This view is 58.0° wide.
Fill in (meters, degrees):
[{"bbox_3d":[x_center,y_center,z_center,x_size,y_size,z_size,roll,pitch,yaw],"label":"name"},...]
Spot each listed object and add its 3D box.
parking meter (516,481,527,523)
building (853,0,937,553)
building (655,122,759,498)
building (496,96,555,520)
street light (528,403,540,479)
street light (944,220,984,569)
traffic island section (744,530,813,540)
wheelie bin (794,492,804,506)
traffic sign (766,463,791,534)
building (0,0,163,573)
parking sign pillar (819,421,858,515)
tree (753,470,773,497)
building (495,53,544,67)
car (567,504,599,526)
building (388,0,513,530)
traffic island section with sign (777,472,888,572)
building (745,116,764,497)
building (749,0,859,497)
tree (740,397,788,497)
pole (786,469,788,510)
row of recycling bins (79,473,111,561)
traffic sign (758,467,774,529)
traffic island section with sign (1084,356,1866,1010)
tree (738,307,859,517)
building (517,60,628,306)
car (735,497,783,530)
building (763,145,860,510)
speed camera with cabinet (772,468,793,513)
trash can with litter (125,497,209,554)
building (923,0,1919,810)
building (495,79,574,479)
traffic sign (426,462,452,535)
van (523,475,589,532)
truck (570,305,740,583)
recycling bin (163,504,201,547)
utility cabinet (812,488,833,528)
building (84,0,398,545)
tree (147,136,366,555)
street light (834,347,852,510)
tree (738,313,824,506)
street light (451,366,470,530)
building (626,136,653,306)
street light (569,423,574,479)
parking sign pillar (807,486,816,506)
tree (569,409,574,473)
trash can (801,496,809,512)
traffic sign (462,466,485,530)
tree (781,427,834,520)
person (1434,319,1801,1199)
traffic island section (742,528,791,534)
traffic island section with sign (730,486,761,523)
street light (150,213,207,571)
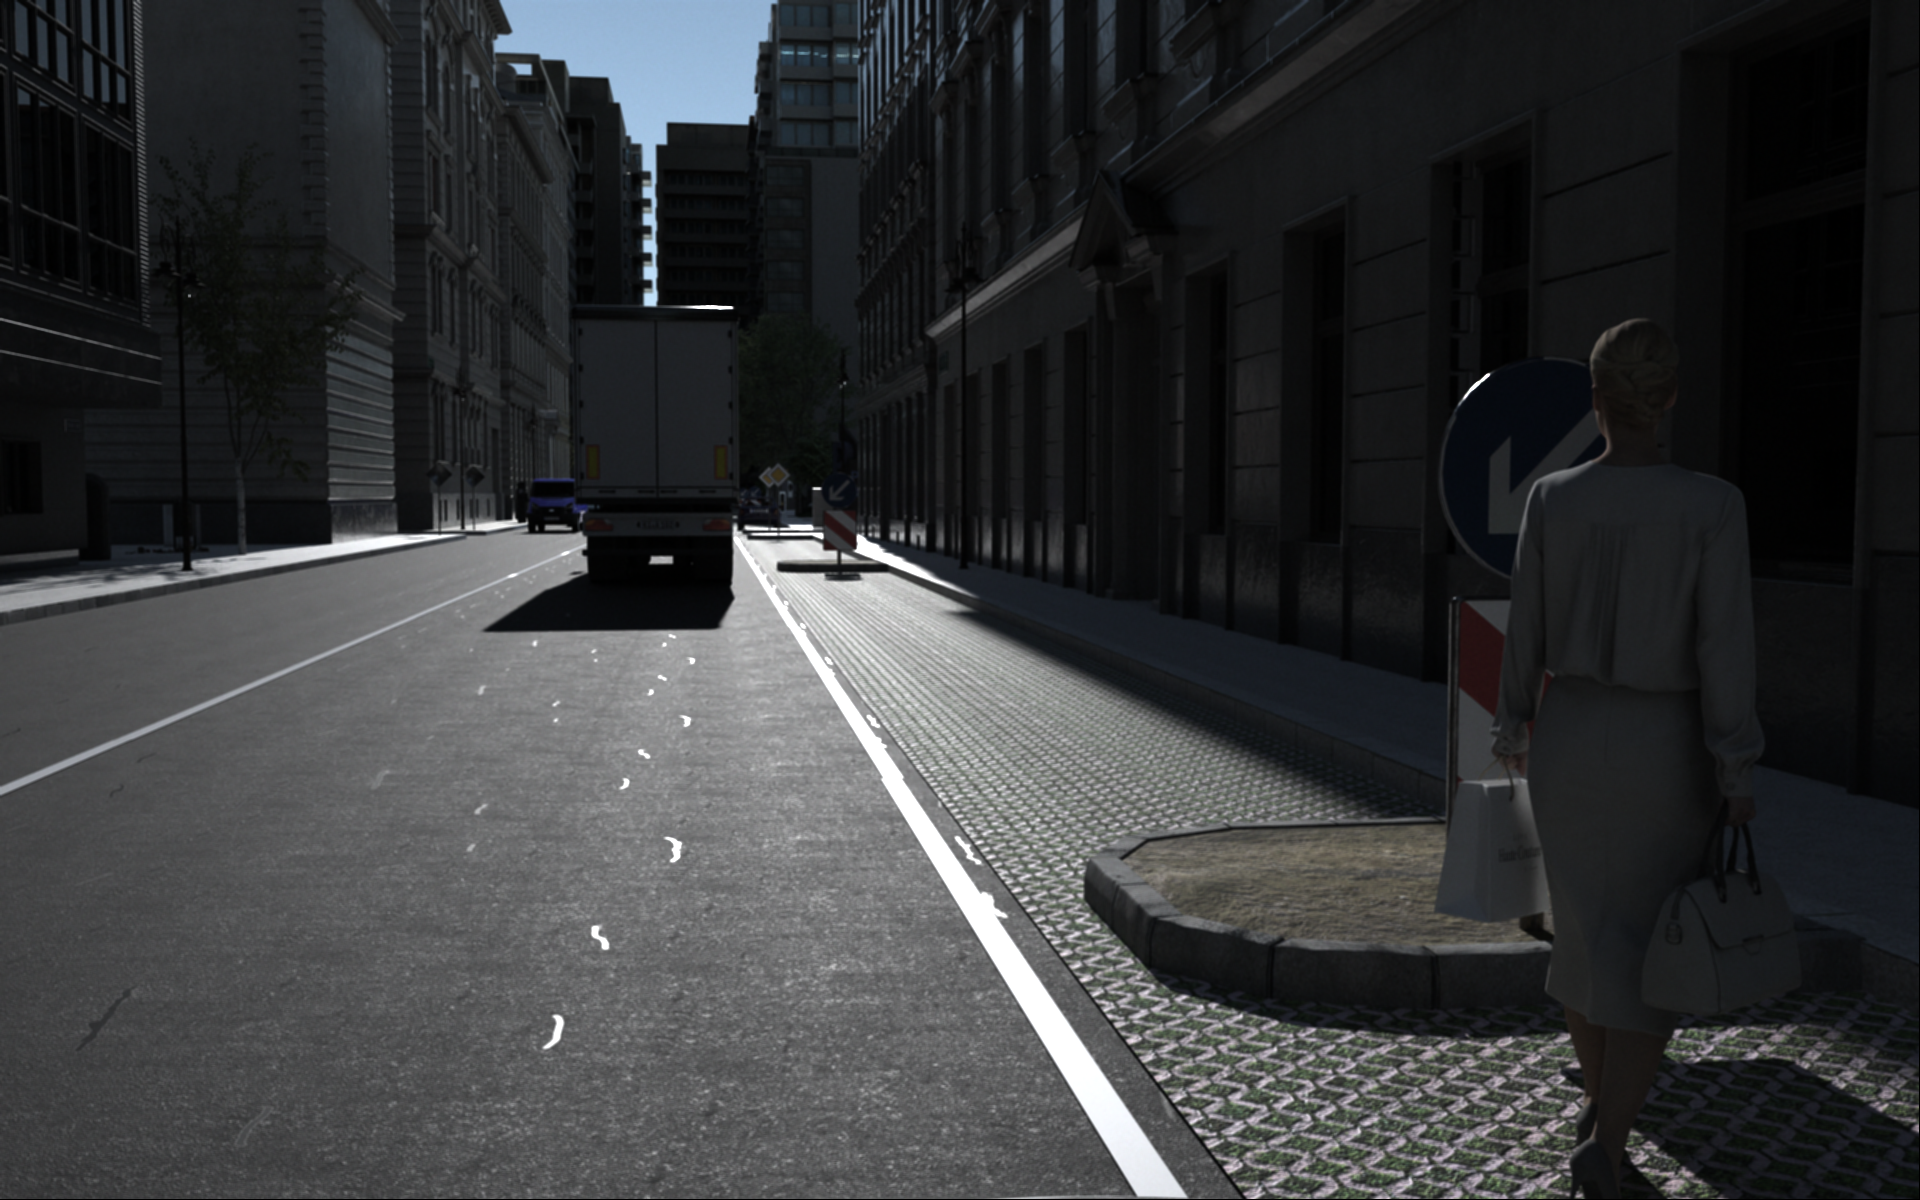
[{"bbox_3d":[-19.569,-4.378,77.285,0.399,1.863,0.255,0,4,-2],"label":"parking meter"},{"bbox_3d":[2.599,-12.092,46.857,9.793,20.994,18.267,-1,4,-8],"label":"building"},{"bbox_3d":[-29.230,-37.101,230.305,21.600,48.544,21.300,-1,4,-8],"label":"building"},{"bbox_3d":[-28.254,-16.191,93.600,11.050,23.489,19.941,-1,4,-8],"label":"building"},{"bbox_3d":[-21.558,-7.029,87.713,0.468,5.910,1.993,-1,4,-8],"label":"street light"},{"bbox_3d":[0.065,-3.471,29.544,0.468,5.910,1.993,-1,4,-8],"label":"street light"},{"bbox_3d":[-5.759,-2.013,55.191,2.009,0.180,2.903,-1,4,-8],"label":"traffic island section"},{"bbox_3d":[-11.588,-7.142,124.679,0.693,1.594,0.980,-1,4,-12],"label":"wheelie bin"},{"bbox_3d":[-5.781,-3.148,55.111,0.795,2.450,0.064,-1,4,-8],"label":"traffic sign"},{"bbox_3d":[-19.559,-13.738,18.130,14.314,27.812,24.014,-1,4,-8],"label":"building"},{"bbox_3d":[-4.174,-4.589,63.508,1.447,3.967,1.447,-2,4,-33],"label":"parking sign pillar"},{"bbox_3d":[-15.825,-8.833,139.027,1.663,3.219,1.824,0,3,0],"label":"tree"},{"bbox_3d":[-46.777,-27.776,146.014,32.217,40.220,23.993,-1,4,-8],"label":"building"},{"bbox_3d":[-16.770,-4.186,78.224,2.009,1.686,4.222,0,4,-7],"label":"car"},{"bbox_3d":[-26.634,-17.365,71.310,14.401,28.519,23.554,-1,4,-8],"label":"building"},{"bbox_3d":[-2.420,-1.456,32.428,1.989,1.847,2.006,-1,4,-8],"label":"traffic island section with sign"},{"bbox_3d":[-13.389,-33.347,199.851,22.147,44.769,28.867,-1,4,-8],"label":"building"},{"bbox_3d":[-8.716,-33.693,170.482,23.786,49.044,30.456,-1,4,-8],"label":"building"},{"bbox_3d":[-14.140,-10.802,126.982,4.737,8.622,4.395,0,3,0],"label":"tree"},{"bbox_3d":[-13.837,-8.847,138.487,0.158,3.312,0.155,0,3,0],"label":"pole"},{"bbox_3d":[-18.284,-1.633,33.811,3.534,1.692,1.069,1,4,9],"label":"row of recycling bins"},{"bbox_3d":[-6.938,-3.631,63.012,0.795,2.450,0.064,-1,4,-8],"label":"traffic sign"},{"bbox_3d":[1.481,0.176,5.755,1.989,1.847,2.006,-1,4,-8],"label":"traffic island section with sign"},{"bbox_3d":[-9.255,-10.493,97.313,9.928,11.665,9.643,0,3,0],"label":"tree"},{"bbox_3d":[-49.111,-35.119,197.901,21.600,48.544,21.300,-1,4,-8],"label":"building"},{"bbox_3d":[-8.103,-3.505,69.879,1.945,1.354,3.894,0,4,-7],"label":"car"},{"bbox_3d":[-9.703,-23.003,147.797,14.160,30.474,14.107,-1,4,-8],"label":"building"},{"bbox_3d":[-11.912,-7.449,116.134,0.660,3.252,2.038,1,4,20],"label":"speed camera with cabinet"},{"bbox_3d":[-17.446,-1.650,38.027,1.678,1.210,2.233,2,4,31],"label":"trash can with litter"},{"bbox_3d":[10.383,-14.669,16.250,17.030,29.872,44.131,-1,4,-8],"label":"building"},{"bbox_3d":[-32.608,-20.006,113.009,13.634,28.700,20.117,-1,4,-8],"label":"building"},{"bbox_3d":[-16.119,-3.057,53.623,0.795,2.450,0.064,-1,4,-8],"label":"traffic sign"},{"bbox_3d":[-15.499,-3.815,66.752,2.240,2.365,5.245,0,4,-8],"label":"van"},{"bbox_3d":[-5.380,-2.600,31.417,2.839,4.237,11.283,-1,4,-9],"label":"truck"},{"bbox_3d":[-19.067,-1.829,42.457,0.722,1.027,0.722,-1,4,-13],"label":"recycling bin"},{"bbox_3d":[-4.947,-3.452,65.115,1.173,1.500,0.318,-1,4,-15],"label":"utility cabinet"},{"bbox_3d":[-25.945,-13.347,47.101,19.941,23.489,11.050,-1,4,-8],"label":"building"},{"bbox_3d":[-14.947,-5.255,36.274,4.737,8.622,4.395,0,3,0],"label":"tree"},{"bbox_3d":[-3.692,-5.003,54.583,0.468,5.910,1.993,-1,4,-8],"label":"street light"},{"bbox_3d":[-11.982,-11.654,108.668,7.486,12.596,7.792,0,3,0],"label":"tree"},{"bbox_3d":[-17.949,-5.479,62.361,0.468,5.910,1.993,-1,4,-8],"label":"street light"},{"bbox_3d":[-55.743,-37.184,227.558,30.456,49.044,23.786,-1,4,-8],"label":"building"},{"bbox_3d":[-25.164,-8.537,112.368,0.468,5.910,1.993,-1,4,-8],"label":"street light"},{"bbox_3d":[-11.248,-8.963,135.024,1.447,3.967,1.447,1,4,21],"label":"parking sign pillar"},{"bbox_3d":[-28.944,-11.171,133.009,4.360,8.622,3.978,0,3,0],"label":"tree"},{"bbox_3d":[-10.042,-6.095,111.299,0.748,1.137,0.748,0,3,0],"label":"trash can"},{"bbox_3d":[-17.276,-3.540,61.525,0.795,2.450,0.064,-1,4,-8],"label":"traffic sign"},{"bbox_3d":[-7.040,-6.181,84.769,4.285,4.588,4.351,0,3,0],"label":"tree"},{"bbox_3d":[1.293,0.328,3.495,0.624,1.780,0.694,-3,4,-39],"label":"person"},{"bbox_3d":[-6.916,-2.496,63.092,2.009,0.180,2.903,-1,4,-8],"label":"traffic island section"},{"bbox_3d":[-10.476,-4.820,87.433,1.989,1.847,2.006,-1,4,-8],"label":"traffic island section with sign"},{"bbox_3d":[-12.959,-3.430,28.865,0.468,5.910,1.993,-1,4,-8],"label":"street light"}]
